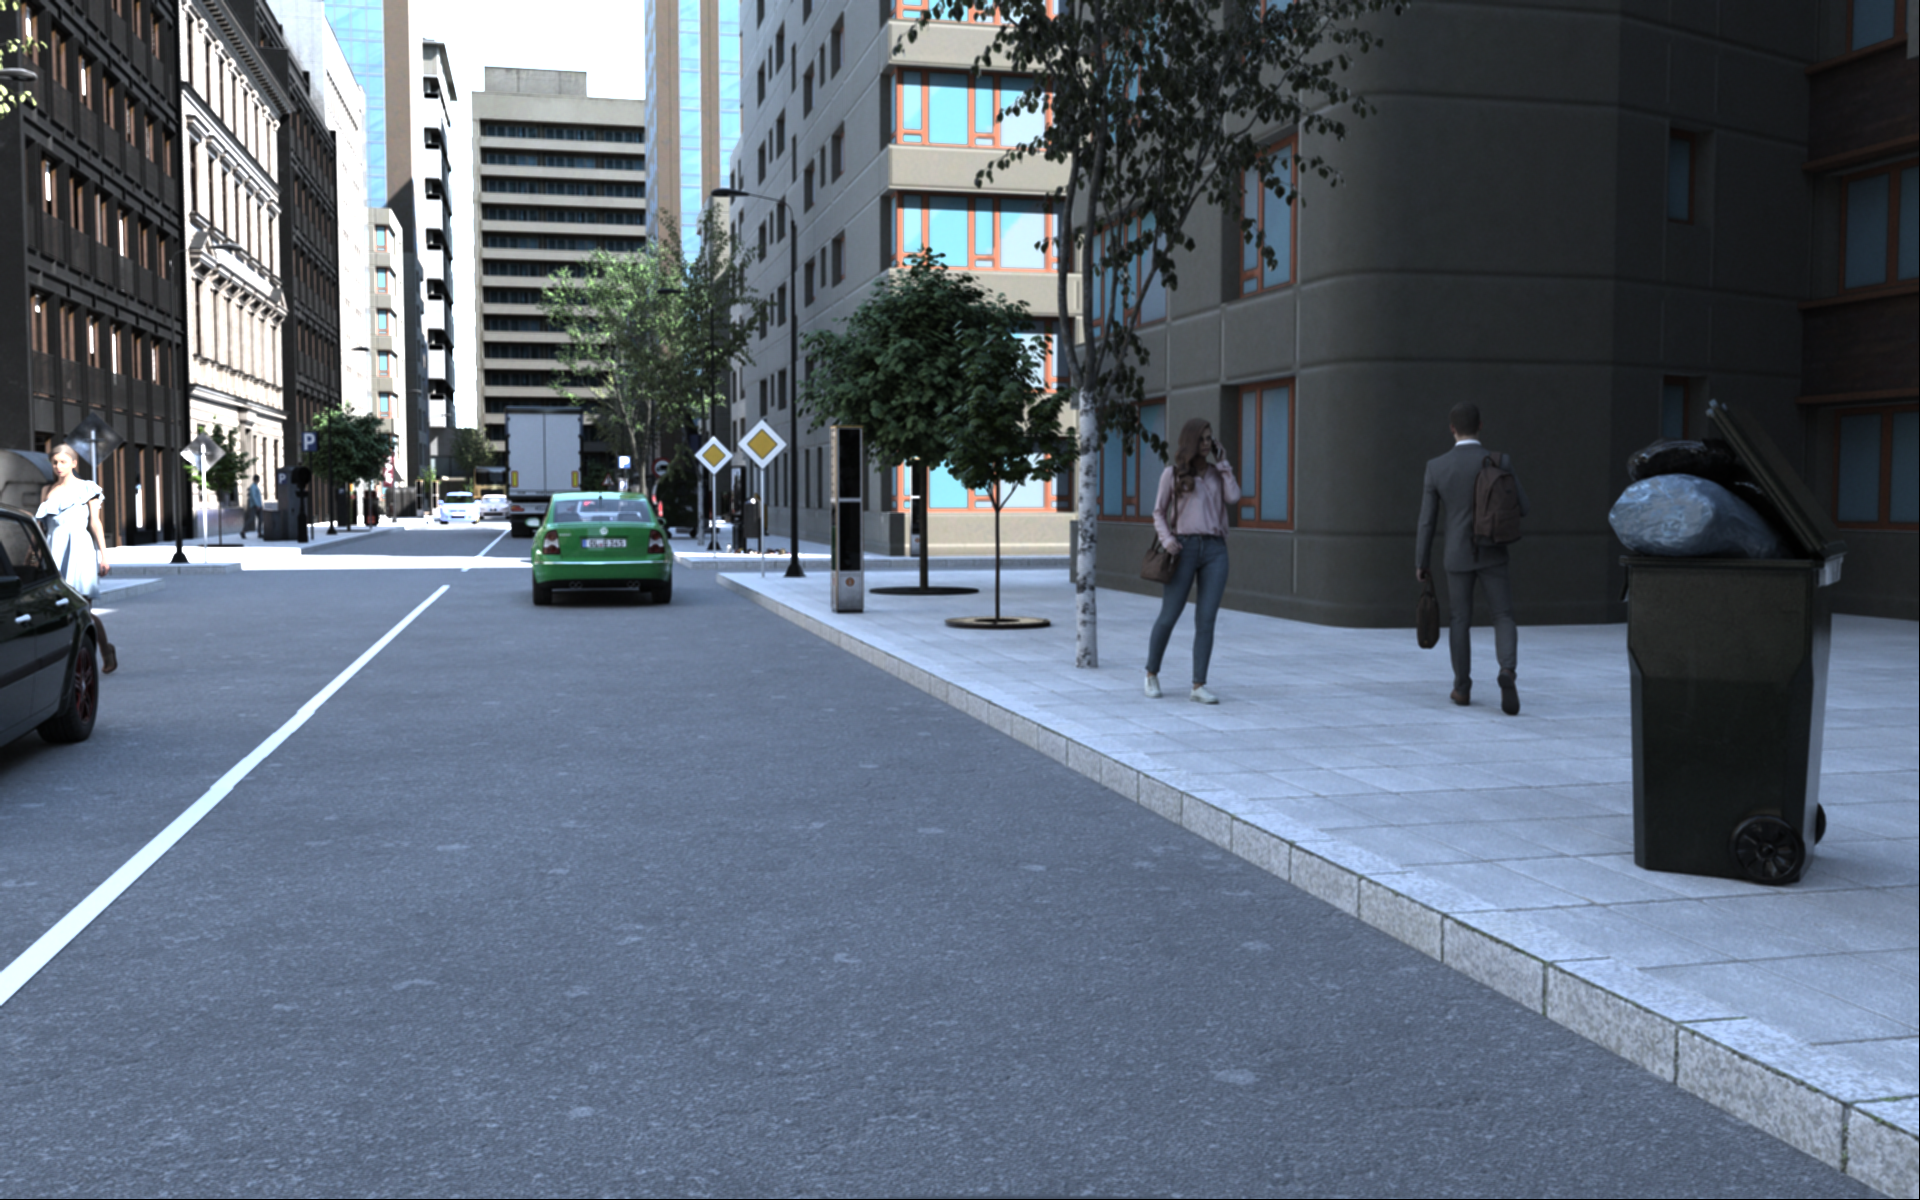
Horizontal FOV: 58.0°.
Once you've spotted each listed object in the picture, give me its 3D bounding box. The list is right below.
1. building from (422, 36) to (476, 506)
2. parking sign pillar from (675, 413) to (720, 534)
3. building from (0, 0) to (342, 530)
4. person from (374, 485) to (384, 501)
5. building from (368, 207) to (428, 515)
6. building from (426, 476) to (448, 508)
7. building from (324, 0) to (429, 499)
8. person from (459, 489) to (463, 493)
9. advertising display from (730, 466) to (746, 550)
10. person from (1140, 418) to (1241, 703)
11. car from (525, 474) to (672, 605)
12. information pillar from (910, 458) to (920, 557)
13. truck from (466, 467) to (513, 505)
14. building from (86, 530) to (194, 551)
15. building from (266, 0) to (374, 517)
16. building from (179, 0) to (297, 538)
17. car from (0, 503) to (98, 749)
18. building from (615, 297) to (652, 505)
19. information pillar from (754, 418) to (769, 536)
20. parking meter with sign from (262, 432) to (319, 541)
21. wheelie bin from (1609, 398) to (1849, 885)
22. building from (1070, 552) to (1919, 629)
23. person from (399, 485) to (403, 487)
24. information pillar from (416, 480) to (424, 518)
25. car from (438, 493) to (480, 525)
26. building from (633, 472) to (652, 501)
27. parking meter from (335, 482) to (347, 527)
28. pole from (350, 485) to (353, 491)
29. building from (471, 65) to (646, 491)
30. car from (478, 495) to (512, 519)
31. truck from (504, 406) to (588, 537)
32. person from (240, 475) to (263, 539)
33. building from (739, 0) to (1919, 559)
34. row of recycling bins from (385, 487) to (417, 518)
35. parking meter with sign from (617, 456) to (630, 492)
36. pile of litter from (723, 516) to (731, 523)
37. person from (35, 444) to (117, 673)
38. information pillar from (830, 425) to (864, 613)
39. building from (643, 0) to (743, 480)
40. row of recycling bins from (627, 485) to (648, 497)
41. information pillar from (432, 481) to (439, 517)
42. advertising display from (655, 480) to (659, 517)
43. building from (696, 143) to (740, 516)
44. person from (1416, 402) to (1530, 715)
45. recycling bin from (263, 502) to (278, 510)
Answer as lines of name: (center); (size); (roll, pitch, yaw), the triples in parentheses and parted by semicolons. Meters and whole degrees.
building: (-69.938, -37.293, 198.981); (27.495, 52.752, 28.713); (-1, 4, -13)
parking sign pillar: (-8.633, -4.184, 56.879); (1.447, 3.967, 1.447); (1, 4, 10)
building: (-33.911, -14.940, 73.940); (12.332, 23.373, 15.834); (-1, 4, -13)
person: (-30.772, -5.203, 91.474); (0.532, 1.782, 0.716); (1, 4, 9)
building: (-51.167, -16.562, 115.825); (27.650, 21.520, 28.899); (-1, 4, -13)
building: (-63.617, -30.981, 161.169); (28.867, 44.769, 22.147); (-1, 4, -13)
building: (-50.105, -29.807, 137.458); (14.600, 45.320, 14.200); (-1, 4, -13)
person: (-46.820, -9.505, 162.186); (1.217, 1.736, 0.721); (1, 4, 12)
advertising display: (-5.082, -2.110, 39.710); (0.123, 1.923, 0.974); (-1, 4, -22)
person: (1.399, -0.255, 10.808); (0.593, 1.750, 0.643); (-1, 4, -10)
car: (-4.991, -0.922, 23.879); (1.959, 1.807, 4.718); (-1, 4, -14)
information pillar: (-0.876, -1.893, 35.443); (0.304, 2.012, 0.304); (0, 4, -2)
truck: (-33.421, -7.857, 124.388); (3.469, 3.379, 9.791); (-1, 4, -12)
building: (-26.073, -12.846, 39.715); (12.332, 23.373, 15.834); (-1, 4, -13)
building: (-38.465, -16.721, 91.417); (12.078, 24.808, 19.932); (-1, 4, -13)
building: (-28.738, -11.783, 57.282); (10.561, 19.102, 19.286); (-1, 4, -13)
car: (-5.564, 0.078, 8.519); (2.009, 1.686, 4.222); (-1, 4, -14)
building: (-18.906, -19.776, 168.378); (27.650, 21.520, 28.899); (-1, 4, -13)
information pillar: (-6.121, -3.788, 53.284); (0.183, 3.616, 0.504); (3, 4, 36)
parking meter with sign: (-18.537, -3.160, 47.926); (0.543, 3.016, 1.738); (1, 4, 21)
wheelie bin: (2.631, 0.119, 5.958); (0.693, 1.594, 0.980); (2, 4, 32)
building: (18.382, -10.311, 13.617); (27.650, 21.520, 28.899); (-1, 4, -13)
person: (-33.853, -6.044, 104.748); (0.514, 1.842, 0.818); (3, 5, 41)
information pillar: (-28.842, -5.383, 92.506); (0.304, 2.012, 0.304); (0, 4, 4)
car: (-23.847, -4.462, 82.544); (1.945, 1.707, 3.694); (-1, 4, -13)
building: (-10.513, -27.571, 142.666); (32.217, 40.220, 23.993); (-1, 4, -13)
parking meter: (-24.387, -3.824, 68.231); (0.399, 1.863, 0.255); (-2, 4, -25)
pole: (-25.293, -4.771, 71.853); (0.158, 3.312, 0.155); (0, 3, 0)
building: (-45.295, -35.355, 201.753); (21.600, 48.544, 21.300); (-1, 4, -13)
car: (-26.838, -5.352, 99.864); (2.083, 1.381, 4.827); (-1, 4, -13)
truck: (-14.529, -4.412, 61.050); (2.839, 4.237, 11.283); (-1, 4, -12)
person: (-20.351, -2.691, 49.910); (0.748, 1.841, 0.638); (0, 4, -1)
building: (9.416, -12.647, 51.826); (28.899, 21.520, 27.650); (-1, 4, -13)
row of recycling bins: (-30.860, -5.450, 96.221); (1.069, 1.692, 3.534); (0, 4, 6)
parking meter with sign: (-15.690, -5.162, 80.664); (0.543, 3.016, 1.738); (-1, 4, -16)
pile of litter: (-10.206, -3.925, 78.144); (1.176, 0.858, 1.719); (2, 4, 29)
person: (-6.904, -0.294, 13.394); (0.616, 1.811, 0.778); (0, 4, 8)
information pillar: (-1.222, -0.870, 18.717); (0.304, 2.012, 0.304); (-1, 4, -16)
building: (-14.747, -28.857, 121.916); (14.600, 45.320, 14.200); (-1, 4, -13)
row of recycling bins: (-14.552, -4.344, 78.130); (1.069, 1.692, 3.534); (-1, 4, -11)
information pillar: (-30.013, -5.787, 99.111); (0.304, 2.012, 0.304); (0, 4, 2)
advertising display: (-14.307, -4.659, 81.388); (0.123, 1.923, 0.974); (-1, 4, -19)
building: (0.223, -15.487, 98.257); (27.650, 21.520, 28.899); (-1, 4, -13)
person: (3.052, -0.264, 10.322); (0.622, 1.834, 0.822); (0, 4, 8)
recycling bin: (-20.966, -2.494, 53.326); (0.722, 1.027, 0.722); (0, 4, -4)
